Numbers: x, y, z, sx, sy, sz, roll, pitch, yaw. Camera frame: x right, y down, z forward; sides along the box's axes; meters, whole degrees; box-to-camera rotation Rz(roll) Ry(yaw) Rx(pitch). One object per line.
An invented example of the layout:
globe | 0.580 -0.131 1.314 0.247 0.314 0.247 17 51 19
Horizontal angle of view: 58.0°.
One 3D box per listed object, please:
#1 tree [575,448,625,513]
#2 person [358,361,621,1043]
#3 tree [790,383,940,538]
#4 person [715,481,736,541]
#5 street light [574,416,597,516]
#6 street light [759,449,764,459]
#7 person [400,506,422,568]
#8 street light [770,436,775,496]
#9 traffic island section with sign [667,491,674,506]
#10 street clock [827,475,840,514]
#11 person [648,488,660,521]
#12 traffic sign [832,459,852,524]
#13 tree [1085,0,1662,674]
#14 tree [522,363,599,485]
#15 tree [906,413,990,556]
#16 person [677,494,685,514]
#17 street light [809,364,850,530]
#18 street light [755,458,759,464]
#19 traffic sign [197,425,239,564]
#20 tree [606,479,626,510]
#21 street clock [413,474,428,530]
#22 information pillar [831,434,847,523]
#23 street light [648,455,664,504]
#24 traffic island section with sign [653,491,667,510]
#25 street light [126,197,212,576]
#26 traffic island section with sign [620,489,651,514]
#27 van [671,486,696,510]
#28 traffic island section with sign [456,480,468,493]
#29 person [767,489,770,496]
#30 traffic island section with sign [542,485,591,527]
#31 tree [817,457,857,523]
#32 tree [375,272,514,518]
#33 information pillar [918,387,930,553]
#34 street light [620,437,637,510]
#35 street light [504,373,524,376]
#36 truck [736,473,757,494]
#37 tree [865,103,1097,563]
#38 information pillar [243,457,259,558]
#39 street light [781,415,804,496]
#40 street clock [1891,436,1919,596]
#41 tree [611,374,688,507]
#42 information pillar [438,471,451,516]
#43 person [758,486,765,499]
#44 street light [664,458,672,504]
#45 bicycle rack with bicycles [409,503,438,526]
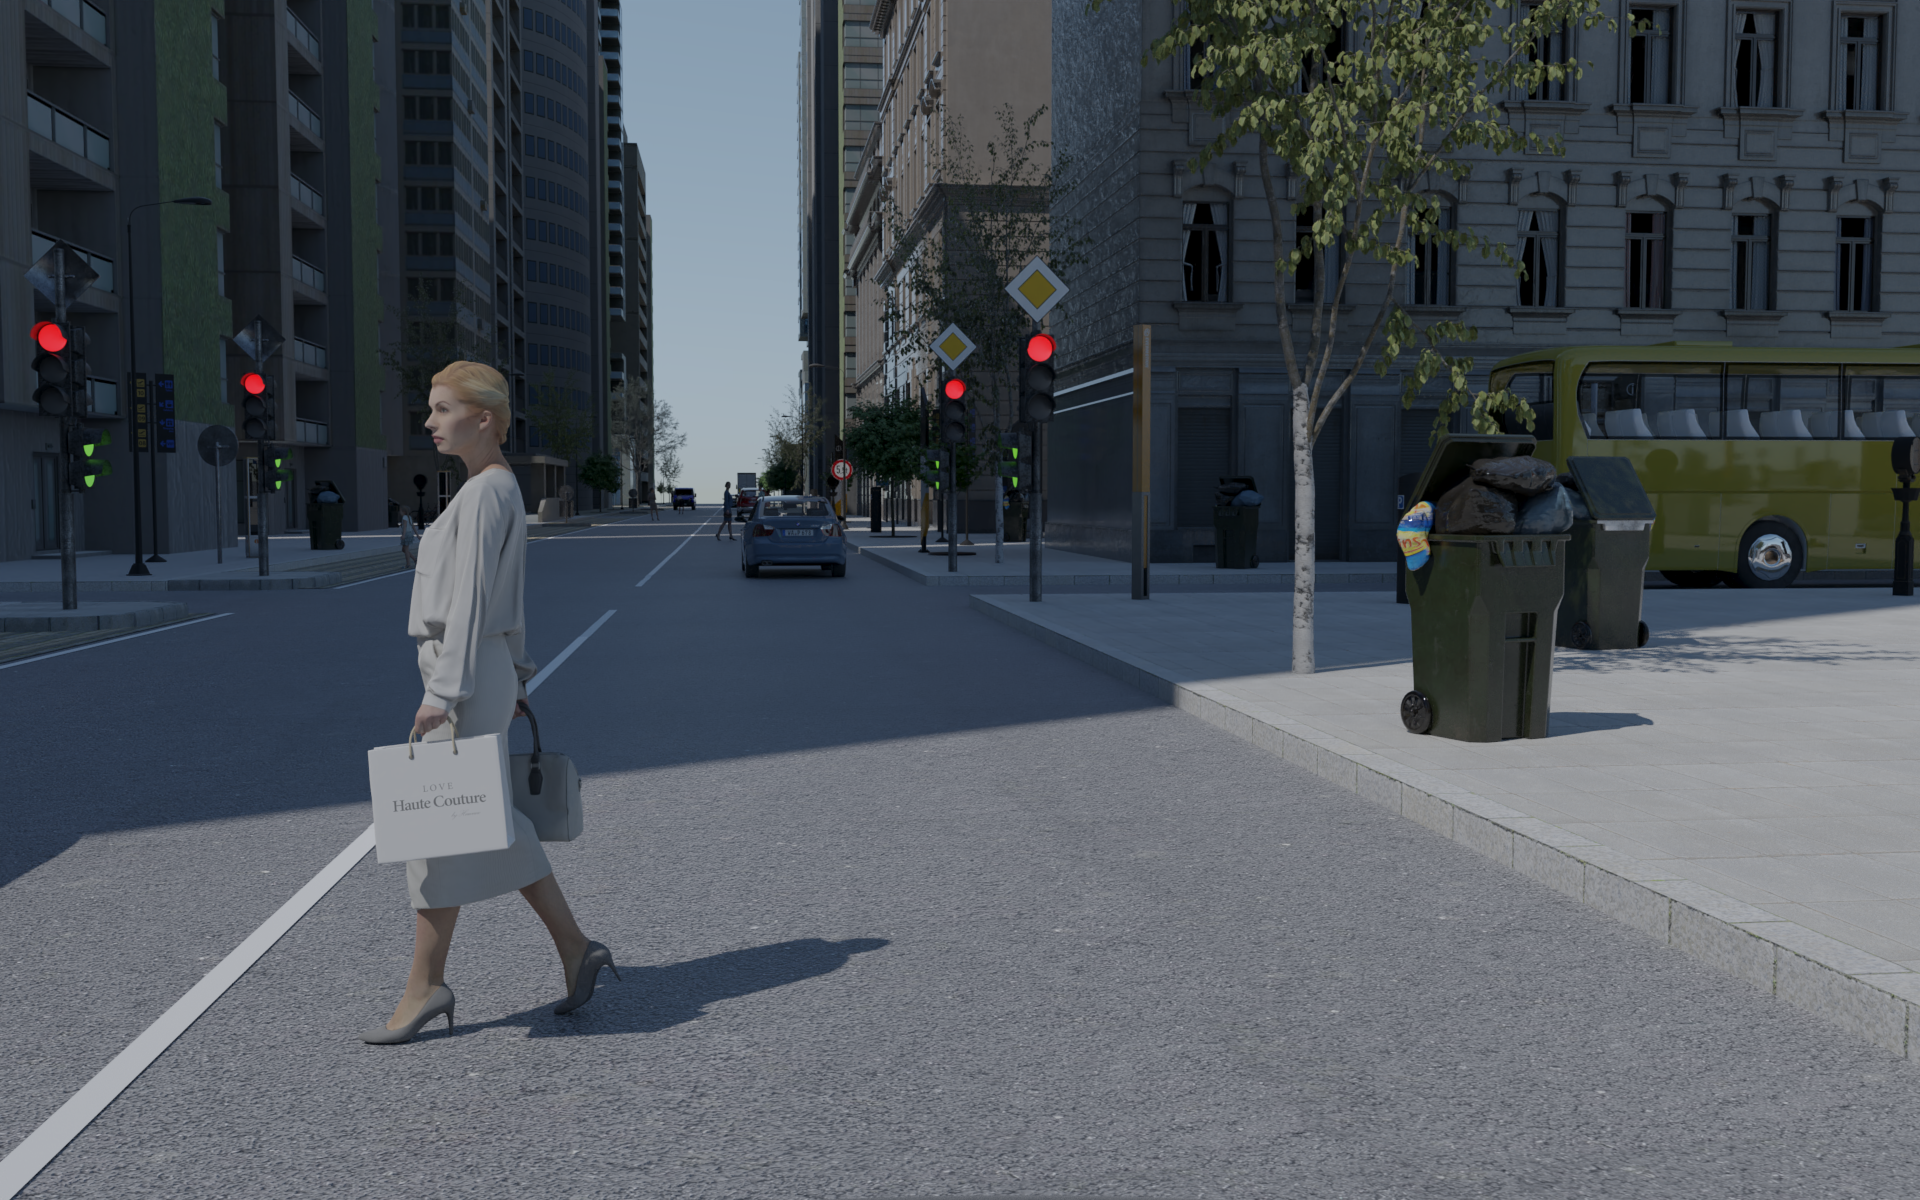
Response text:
tree | -25.074 -8.389 120.881 4.285 4.588 4.351 0 3 0
person | -1.248 0.261 4.587 0.624 1.780 0.694 0 4 3
tree | -1.955 -4.144 51.462 4.285 4.588 4.351 0 3 0
person | -7.206 -2.744 53.389 0.654 1.822 0.581 1 4 14
street light | -22.182 -7.961 102.706 1.470 5.913 1.316 0 4 -7
street light | -19.764 -12.622 178.911 1.470 5.913 1.316 0 4 -7
person | -10.555 -1.203 33.186 0.382 1.210 0.505 0 4 -2
street light | -14.541 -10.165 138.733 1.470 5.913 1.316 0 4 -7
traffic island section with sign | -34.242 -12.160 207.448 1.989 1.847 2.006 0 4 -7
street clock | -4.758 -3.697 65.009 0.471 2.002 0.358 -1 4 -9
person | -16.563 -5.188 93.658 0.599 1.781 0.374 1 4 15
traffic sign | -4.330 -3.885 63.628 0.768 2.556 0.104 0 4 -4
tree | 2.539 -3.766 11.930 4.737 8.622 4.395 0 3 0
tree | -22.662 -9.052 98.358 4.737 8.622 4.395 0 3 0
tree | -0.180 -2.564 36.527 1.663 3.219 1.824 0 3 0
person | -20.005 -6.859 123.835 0.799 1.438 0.628 1 4 19
street light | -4.686 -5.473 62.032 1.470 5.913 1.316 0 4 -7
street light | -25.269 -15.264 222.107 1.470 5.913 1.316 0 4 -7
traffic sign | -13.656 -1.944 31.884 0.768 2.556 0.104 0 4 2
tree | -27.808 -8.791 138.326 1.663 3.219 1.824 0 3 0
street clock | -19.425 -3.538 62.414 0.471 2.002 0.358 0 4 -1
information pillar | -4.673 -4.671 67.728 0.504 3.616 0.183 -1 4 -16
street light | -32.857 -13.050 185.904 1.470 5.913 1.316 0 4 -7
traffic island section with sign | -27.220 -8.841 153.179 1.989 1.847 2.006 0 4 -7
street light | -12.390 -3.341 27.162 1.470 5.913 1.316 0 4 -7
traffic island section with sign | -23.713 -7.175 125.931 1.989 1.847 2.006 0 4 -7
van | -24.799 -9.266 155.883 2.240 2.365 5.245 0 4 -7
traffic island section with sign | -13.683 -2.422 48.223 1.989 1.847 2.006 0 4 -7
person | -13.768 -7.125 124.936 0.705 1.831 1.348 0 4 -1
traffic island section with sign | -17.294 -4.136 76.249 1.989 1.847 2.006 0 4 -7
tree | -5.324 -5.106 78.088 1.663 3.219 1.824 0 3 0
tree | -17.350 -6.605 58.362 4.360 8.622 3.978 0 3 0
information pillar | -0.770 -2.838 37.756 0.183 3.616 0.504 -1 4 -14
street light | -27.189 -10.364 141.990 1.470 5.913 1.316 0 4 -7
street light | -17.383 -5.744 66.448 1.470 5.913 1.316 0 4 -7
truck | -28.468 -14.808 231.017 2.839 4.237 11.283 0 4 -7
tree | 0.499 -4.985 31.873 4.360 8.622 3.978 0 3 0
information pillar | -14.167 -1.851 34.753 0.304 2.012 0.304 -3 4 -36
street light | -9.843 -7.940 102.360 1.470 5.913 1.316 0 4 -7
street clock | 11.921 -1.056 21.836 0.471 2.002 0.358 -3 5 -42
tree | -32.824 -16.253 176.100 12.009 13.543 11.850 0 3 0
information pillar | -16.385 -3.093 55.063 0.304 2.012 0.304 0 4 5
person | -10.531 -5.118 92.036 0.748 1.841 0.638 3 5 41
street light | -38.089 -15.482 225.664 1.470 5.913 1.316 0 4 -7
bicycle rack with bicycles | -21.069 -3.484 70.353 2.925 0.926 2.852 -2 4 -24
